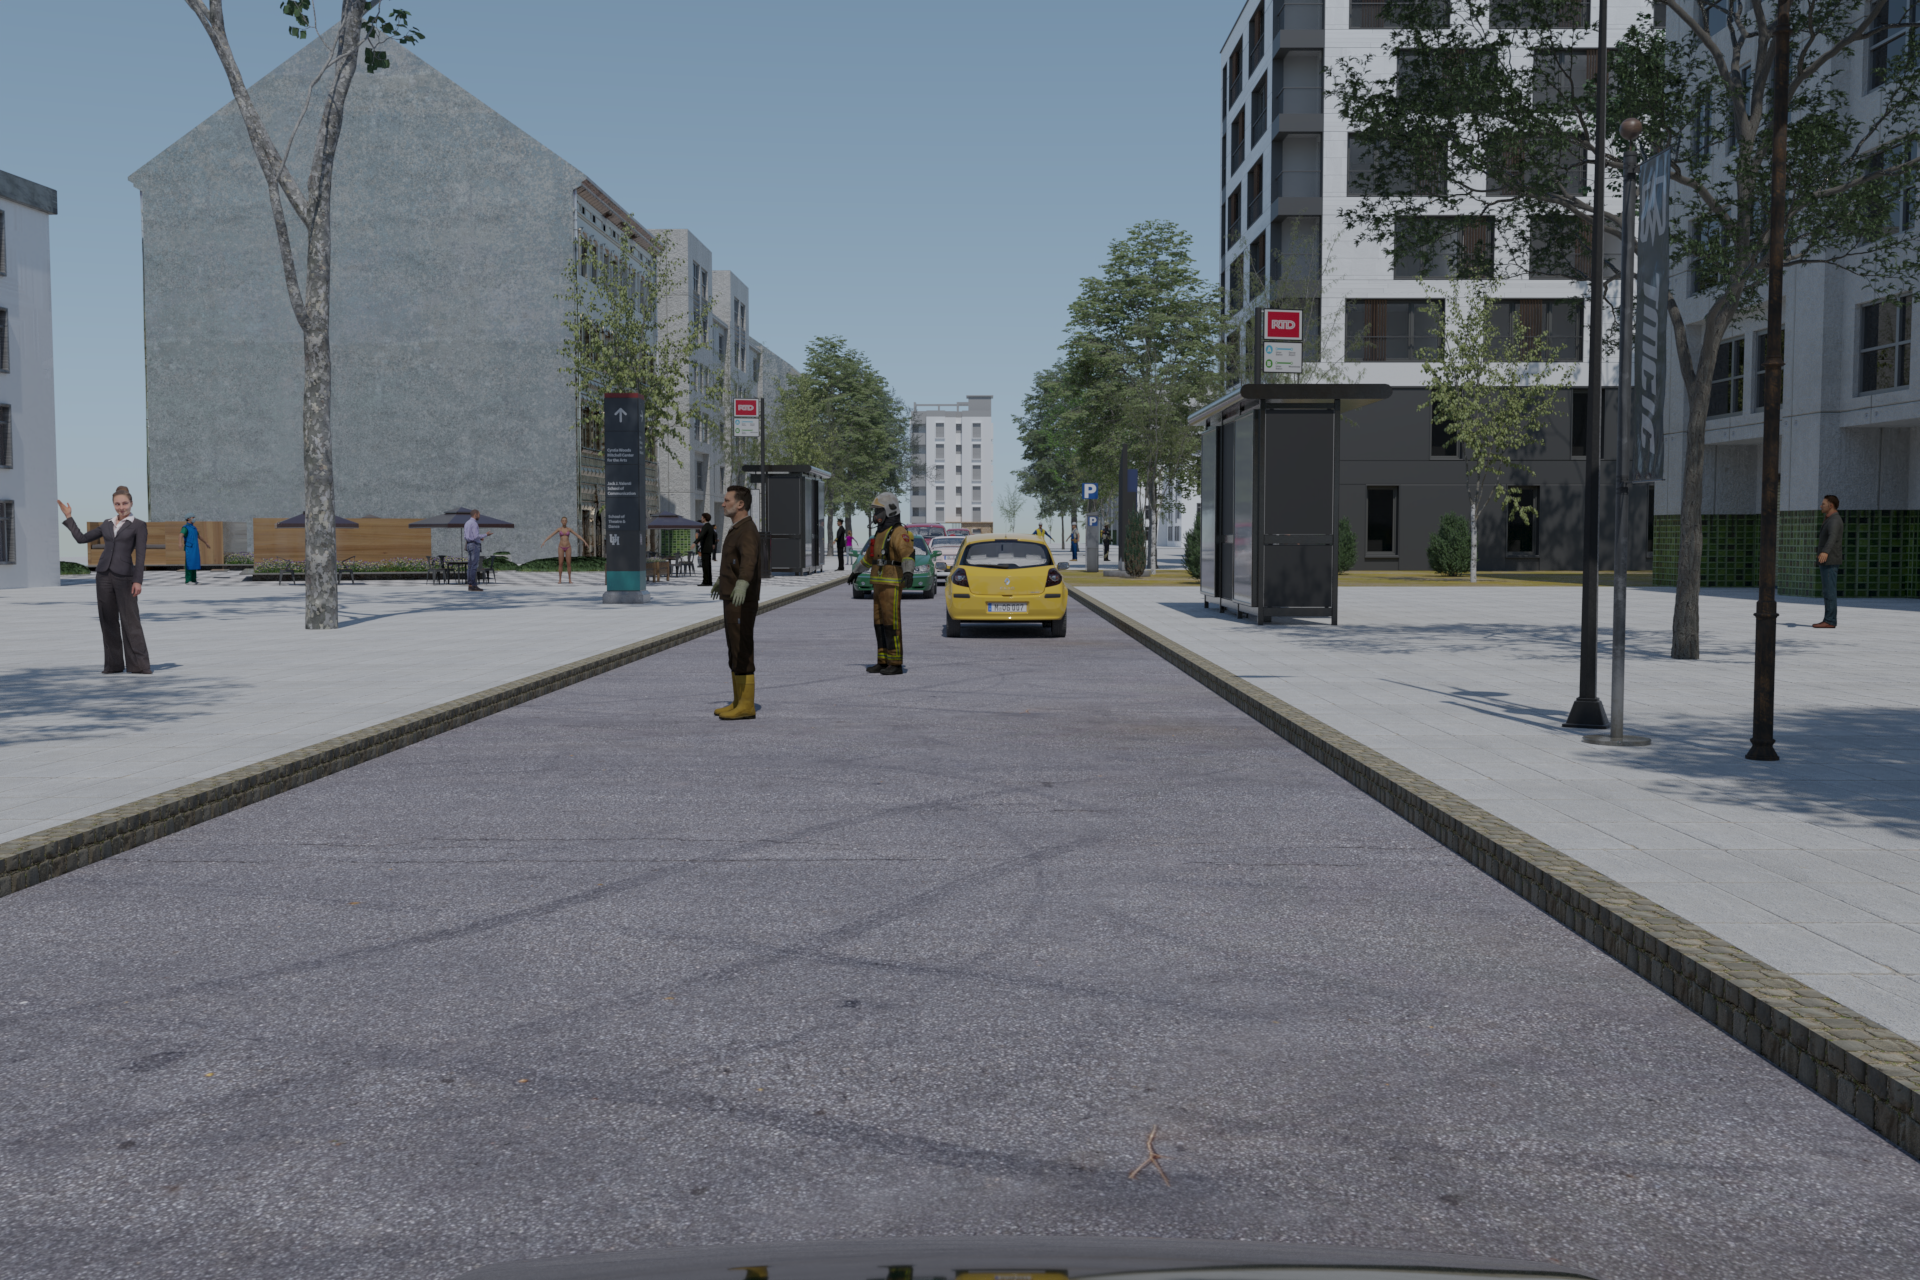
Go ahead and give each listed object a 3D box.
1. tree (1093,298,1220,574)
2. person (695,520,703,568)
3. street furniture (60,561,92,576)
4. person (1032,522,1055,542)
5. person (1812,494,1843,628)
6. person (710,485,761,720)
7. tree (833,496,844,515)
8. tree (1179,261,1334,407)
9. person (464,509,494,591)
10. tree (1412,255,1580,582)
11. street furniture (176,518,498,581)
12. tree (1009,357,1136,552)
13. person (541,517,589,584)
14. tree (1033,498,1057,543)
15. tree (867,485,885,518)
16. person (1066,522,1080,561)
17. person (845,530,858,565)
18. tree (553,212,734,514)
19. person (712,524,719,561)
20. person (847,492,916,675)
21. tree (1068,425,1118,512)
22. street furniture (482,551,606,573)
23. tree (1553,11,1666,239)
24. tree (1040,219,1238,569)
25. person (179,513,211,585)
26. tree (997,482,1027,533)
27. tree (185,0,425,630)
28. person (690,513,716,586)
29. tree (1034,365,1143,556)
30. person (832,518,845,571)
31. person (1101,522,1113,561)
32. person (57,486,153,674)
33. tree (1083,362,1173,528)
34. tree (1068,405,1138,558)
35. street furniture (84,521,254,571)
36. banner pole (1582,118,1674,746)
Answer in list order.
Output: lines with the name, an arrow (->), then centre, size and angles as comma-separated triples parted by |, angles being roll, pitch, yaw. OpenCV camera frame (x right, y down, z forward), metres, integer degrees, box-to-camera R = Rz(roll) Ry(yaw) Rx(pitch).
tree -> 5.922, -6.397, 54.960 | 4.360, 8.622, 3.978 | 0, 3, 0
person -> -9.891, -3.671, 66.167 | 0.704, 1.843, 1.345 | 0, 4, 7
street furniture -> -30.405, -2.118, 50.263 | 10.072, 0.657, 5.734 | -3, 5, -40
person -> 3.745, -4.549, 80.343 | 1.349, 1.833, 0.705 | -1, 4, -21
person -> 11.839, -1.075, 23.649 | 0.705, 1.821, 1.348 | 2, 4, 25
person -> -1.744, -0.298, 13.466 | 0.704, 1.812, 1.346 | -1, 4, -15
tree -> -19.543, -20.112, 239.200 | 12.009, 13.543, 11.850 | 0, 3, 0
tree -> 7.648, -5.955, 47.725 | 4.360, 8.622, 3.978 | 0, 3, 0
person -> -10.844, -2.027, 39.059 | 0.599, 1.838, 0.709 | -3, 4, -36
tree -> 13.679, -5.818, 45.484 | 4.737, 8.622, 4.395 | 0, 3, 0
street furniture -> -16.690, -2.636, 49.949 | 11.010, 1.723, 9.812 | -1, 4, -21
tree -> 8.186, -13.262, 123.481 | 9.857, 13.997, 8.962 | 0, 3, 0
person -> -10.231, -2.327, 44.841 | 1.217, 1.733, 0.721 | -1, 4, -16
tree -> 12.566, -17.482, 236.195 | 4.360, 8.622, 3.978 | 0, 3, 0
tree -> -10.814, -17.679, 239.416 | 4.360, 8.622, 3.978 | 0, 3, 0
person -> 5.372, -4.641, 81.735 | 0.705, 1.847, 1.347 | -1, 4, -22
person -> -4.620, -3.826, 71.814 | 0.991, 1.433, 0.599 | -2, 4, -35
tree -> -7.708, -5.532, 40.809 | 4.737, 8.622, 4.395 | 0, 3, 0
person -> -11.482, -4.577, 81.554 | 0.721, 1.740, 1.216 | 0, 3, 0
person -> -0.765, -0.581, 17.717 | 0.705, 1.858, 1.354 | -2, 4, -29
tree -> 8.576, -9.777, 110.217 | 4.737, 8.622, 4.395 | 0, 3, 0
street furniture -> -14.943, -2.820, 61.735 | 5.734, 0.657, 10.072 | 0, 4, -4
tree -> 23.445, -11.854, 49.697 | 12.611, 20.169, 13.585 | 0, 3, 0
tree -> 6.683, -8.876, 63.246 | 7.486, 12.596, 7.792 | 0, 3, 0
person -> -19.336, -2.293, 43.622 | 0.704, 1.817, 1.347 | 0, 4, 7
tree -> 7.668, -17.744, 240.482 | 4.360, 8.622, 3.978 | 0, 3, 0
tree -> -9.829, -10.266, 23.733 | 12.611, 20.169, 13.585 | 0, 3, 0
person -> -6.259, -2.225, 42.569 | 0.705, 1.806, 1.347 | 1, 4, 15
tree -> 7.934, -10.743, 101.411 | 9.928, 11.665, 9.643 | 0, 3, 0
person -> -4.192, -3.330, 60.376 | 0.705, 1.837, 1.347 | 1, 4, 8
person -> 6.936, -4.640, 81.642 | 0.705, 1.856, 1.354 | 1, 4, 20
person -> -7.803, -0.548, 15.806 | 0.742, 1.727, 0.445 | -2, 4, -27
tree -> 7.768, -7.500, 72.988 | 4.360, 8.622, 3.978 | 0, 3, 0
tree -> 7.770, -8.727, 93.052 | 4.360, 8.622, 3.978 | 0, 3, 0
street furniture -> -27.492, -3.465, 63.514 | 9.812, 1.723, 11.010 | -1, 4, -13
banner pole -> 4.034, -1.241, 10.306 | 0.401, 3.779, 0.863 | 0, 4, 1
